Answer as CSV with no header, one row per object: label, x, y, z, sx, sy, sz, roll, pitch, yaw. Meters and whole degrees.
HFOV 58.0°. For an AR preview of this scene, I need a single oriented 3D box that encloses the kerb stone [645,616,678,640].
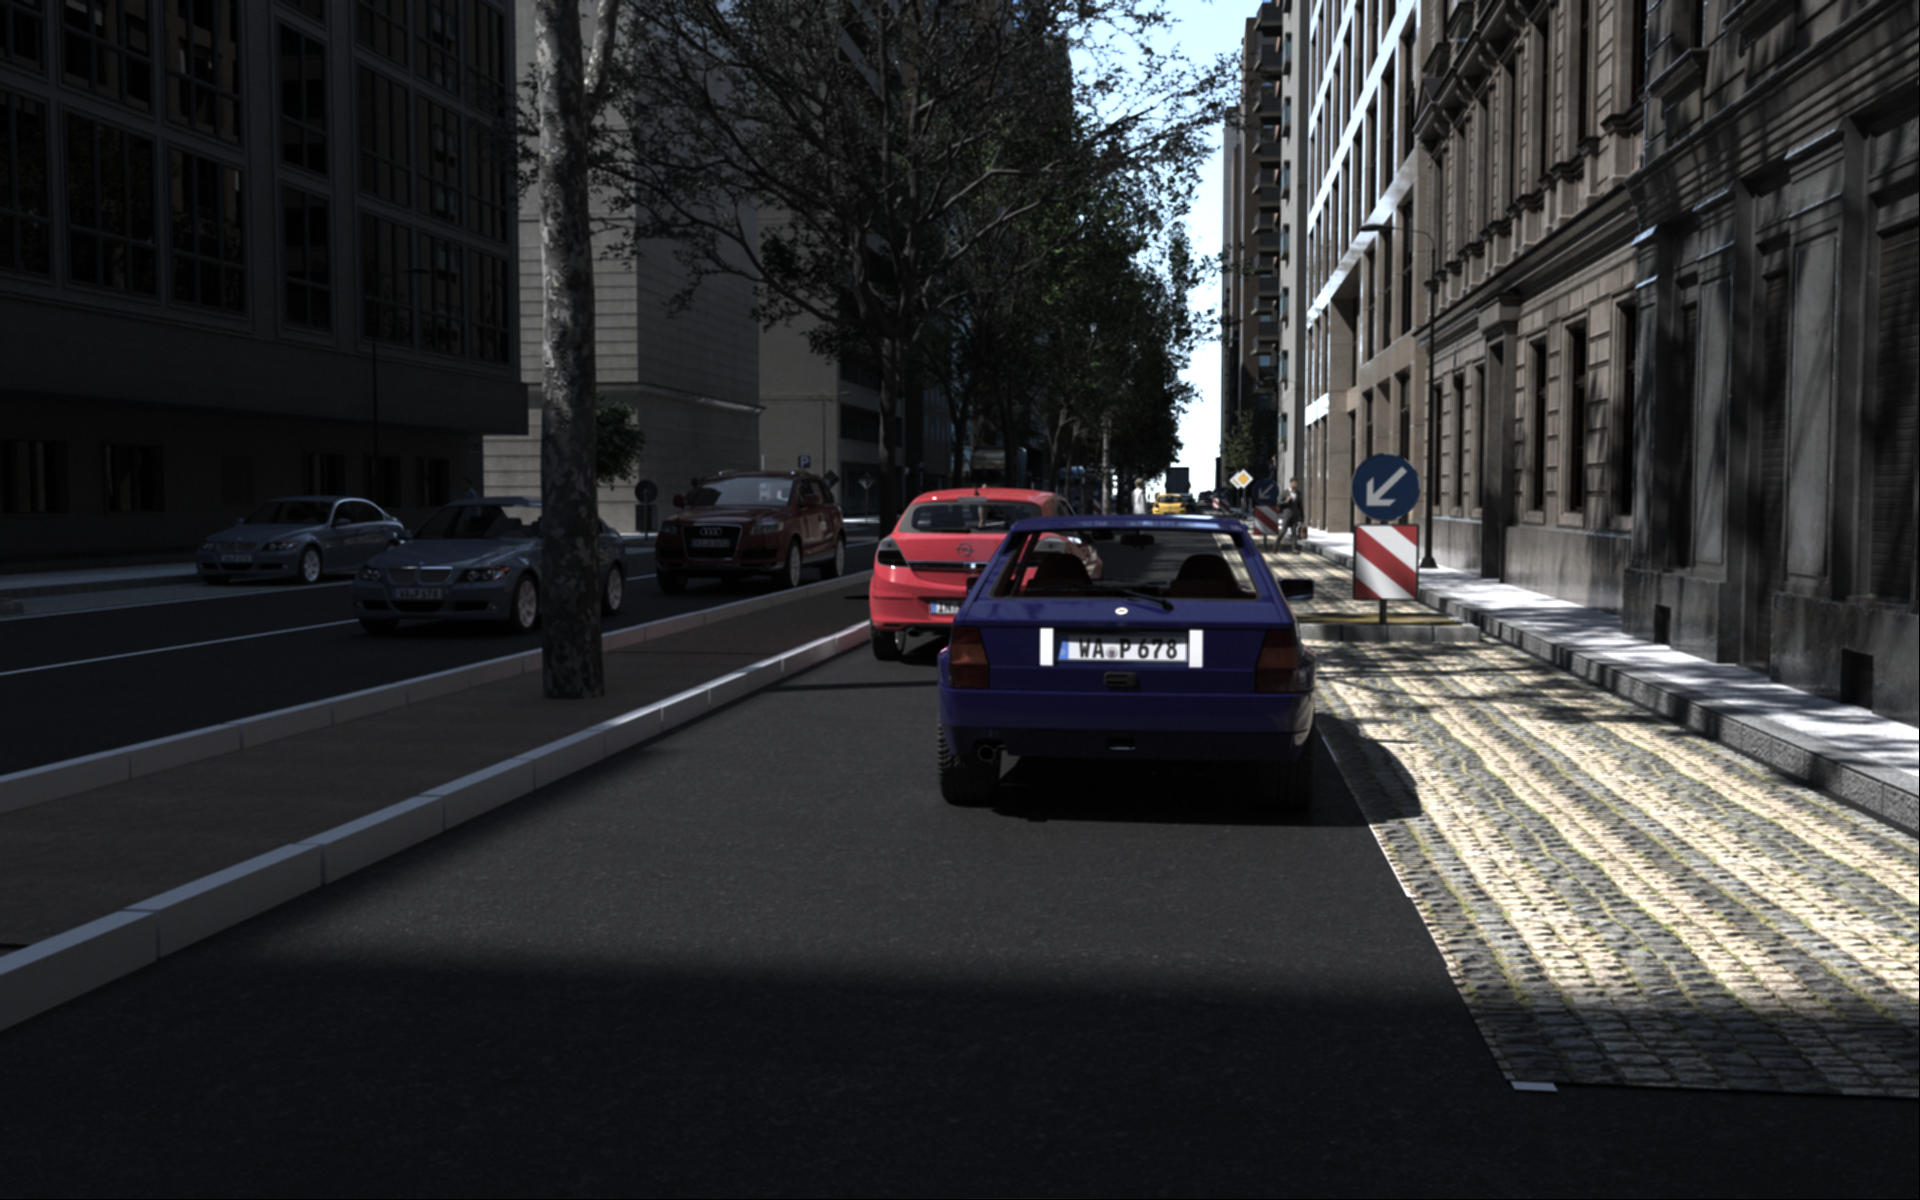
kerb stone,-3.045,0.299,17.311,0.120,0.150,1.000,0,4,8

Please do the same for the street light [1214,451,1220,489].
street light,28.705,-13.199,188.338,1.470,5.913,1.316,0,4,8

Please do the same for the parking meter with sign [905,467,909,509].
parking meter with sign,-4.154,-7.079,112.007,1.738,3.016,0.543,2,4,30

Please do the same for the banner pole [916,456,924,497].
banner pole,-2.642,-7.548,113.425,0.401,3.779,0.863,3,5,43

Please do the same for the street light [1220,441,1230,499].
street light,23.703,-10.934,151.305,1.470,5.913,1.316,0,4,8

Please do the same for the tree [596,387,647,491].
tree,-11.094,-4.207,52.497,4.285,4.588,4.351,0,3,0

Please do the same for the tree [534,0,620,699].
tree,-1.635,-9.312,10.600,12.611,20.169,13.585,0,3,0

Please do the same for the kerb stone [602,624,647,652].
kerb stone,-3.182,0.364,16.293,0.120,0.150,1.000,0,4,8

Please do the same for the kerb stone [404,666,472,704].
kerb stone,-3.724,0.610,12.219,0.120,0.150,1.000,0,4,8

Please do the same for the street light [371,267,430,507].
street light,-11.543,-3.863,35.709,1.470,5.913,1.316,0,4,8

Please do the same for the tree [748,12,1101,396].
tree,-0.174,-5.890,33.169,8.767,10.594,7.601,0,4,8

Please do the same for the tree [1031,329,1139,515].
tree,4.707,-6.952,66.480,4.360,8.622,3.978,0,3,0

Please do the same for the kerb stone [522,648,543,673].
kerb stone,-3.454,0.486,14.252,0.120,0.150,1.000,0,4,8

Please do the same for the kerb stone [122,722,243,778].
kerb stone,-4.139,0.799,9.163,0.120,0.150,1.000,0,4,8

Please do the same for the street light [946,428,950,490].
street light,-0.377,-8.934,118.611,1.470,5.913,1.316,0,4,8

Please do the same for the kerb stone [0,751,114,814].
kerb stone,-4.269,0.859,8.149,0.120,0.150,1.000,0,4,8

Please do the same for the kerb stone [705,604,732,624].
kerb stone,-2.768,0.178,19.348,0.120,0.150,1.000,0,4,8

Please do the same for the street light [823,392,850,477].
street light,-5.696,-6.531,79.326,1.470,5.913,1.316,0,4,8

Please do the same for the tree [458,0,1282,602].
tree,-0.979,-6.751,23.212,12.009,13.543,11.850,0,3,0

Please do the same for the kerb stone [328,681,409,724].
kerb stone,-3.861,0.673,11.199,0.120,0.150,1.000,0,4,8

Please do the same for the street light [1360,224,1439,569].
street light,7.568,-3.506,29.872,1.470,5.913,1.316,0,4,8

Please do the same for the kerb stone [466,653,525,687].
kerb stone,-3.596,0.548,13.237,0.120,0.150,1.000,0,4,8

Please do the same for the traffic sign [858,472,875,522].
traffic sign,-4.283,-4.626,79.271,0.795,2.450,0.064,0,4,8

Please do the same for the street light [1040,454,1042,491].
street light,9.598,-13.588,194.711,1.470,5.913,1.316,0,4,8

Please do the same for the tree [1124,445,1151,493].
tree,14.877,-11.621,142.815,4.737,8.622,4.395,0,3,0

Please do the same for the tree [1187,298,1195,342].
tree,2.632,-6.983,51.047,8.767,10.594,7.601,0,4,8

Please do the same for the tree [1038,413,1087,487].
tree,13.375,-19.002,228.815,7.486,12.596,7.792,0,3,0

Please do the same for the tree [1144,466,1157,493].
tree,9.890,-9.401,106.531,4.360,8.622,3.978,0,3,0

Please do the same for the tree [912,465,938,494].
tree,-2.192,-7.393,115.480,1.663,3.219,1.824,0,3,0

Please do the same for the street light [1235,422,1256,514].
street light,18.515,-8.524,111.903,1.470,5.913,1.316,0,4,8

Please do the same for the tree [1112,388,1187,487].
tree,15.595,-13.975,149.068,7.486,12.596,7.792,0,3,0

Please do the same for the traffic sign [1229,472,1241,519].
traffic sign,12.362,-4.489,77.039,0.795,2.450,0.064,0,4,8

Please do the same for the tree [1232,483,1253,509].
tree,25.150,-9.750,154.009,1.663,3.219,1.824,0,3,0

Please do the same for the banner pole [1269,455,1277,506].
banner pole,20.002,-7.372,110.546,0.401,3.779,0.863,-2,4,-35

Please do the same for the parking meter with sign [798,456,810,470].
parking meter with sign,-7.459,-5.116,79.909,0.543,3.016,1.738,-2,4,-25

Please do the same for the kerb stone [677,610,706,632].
kerb stone,-2.913,0.237,18.327,0.120,0.150,1.000,0,4,8

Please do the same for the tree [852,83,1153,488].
tree,1.161,-6.977,42.284,9.928,11.665,9.643,0,3,0

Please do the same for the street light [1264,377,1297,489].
street light,12.781,-5.892,68.878,1.470,5.913,1.316,0,4,8

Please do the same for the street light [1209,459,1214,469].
street light,33.818,-15.575,227.193,1.470,5.913,1.316,0,4,8

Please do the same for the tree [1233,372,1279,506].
tree,18.417,-9.486,105.461,4.360,8.622,3.978,0,3,0

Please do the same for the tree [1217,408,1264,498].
tree,23.873,-11.964,145.979,4.737,8.622,4.395,0,3,0

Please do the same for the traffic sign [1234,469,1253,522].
traffic sign,11.306,-4.005,69.123,0.795,2.450,0.064,0,4,8

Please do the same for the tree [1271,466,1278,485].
tree,19.097,-6.548,101.669,1.663,3.219,1.824,0,3,0

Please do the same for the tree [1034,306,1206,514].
tree,9.239,-11.003,99.358,9.611,12.733,9.660,0,3,0

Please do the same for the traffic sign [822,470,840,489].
traffic sign,-5.338,-4.141,71.355,0.795,2.450,0.064,0,4,8

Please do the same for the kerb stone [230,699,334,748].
kerb stone,-4.000,0.735,10.186,0.120,0.150,1.000,0,4,8
